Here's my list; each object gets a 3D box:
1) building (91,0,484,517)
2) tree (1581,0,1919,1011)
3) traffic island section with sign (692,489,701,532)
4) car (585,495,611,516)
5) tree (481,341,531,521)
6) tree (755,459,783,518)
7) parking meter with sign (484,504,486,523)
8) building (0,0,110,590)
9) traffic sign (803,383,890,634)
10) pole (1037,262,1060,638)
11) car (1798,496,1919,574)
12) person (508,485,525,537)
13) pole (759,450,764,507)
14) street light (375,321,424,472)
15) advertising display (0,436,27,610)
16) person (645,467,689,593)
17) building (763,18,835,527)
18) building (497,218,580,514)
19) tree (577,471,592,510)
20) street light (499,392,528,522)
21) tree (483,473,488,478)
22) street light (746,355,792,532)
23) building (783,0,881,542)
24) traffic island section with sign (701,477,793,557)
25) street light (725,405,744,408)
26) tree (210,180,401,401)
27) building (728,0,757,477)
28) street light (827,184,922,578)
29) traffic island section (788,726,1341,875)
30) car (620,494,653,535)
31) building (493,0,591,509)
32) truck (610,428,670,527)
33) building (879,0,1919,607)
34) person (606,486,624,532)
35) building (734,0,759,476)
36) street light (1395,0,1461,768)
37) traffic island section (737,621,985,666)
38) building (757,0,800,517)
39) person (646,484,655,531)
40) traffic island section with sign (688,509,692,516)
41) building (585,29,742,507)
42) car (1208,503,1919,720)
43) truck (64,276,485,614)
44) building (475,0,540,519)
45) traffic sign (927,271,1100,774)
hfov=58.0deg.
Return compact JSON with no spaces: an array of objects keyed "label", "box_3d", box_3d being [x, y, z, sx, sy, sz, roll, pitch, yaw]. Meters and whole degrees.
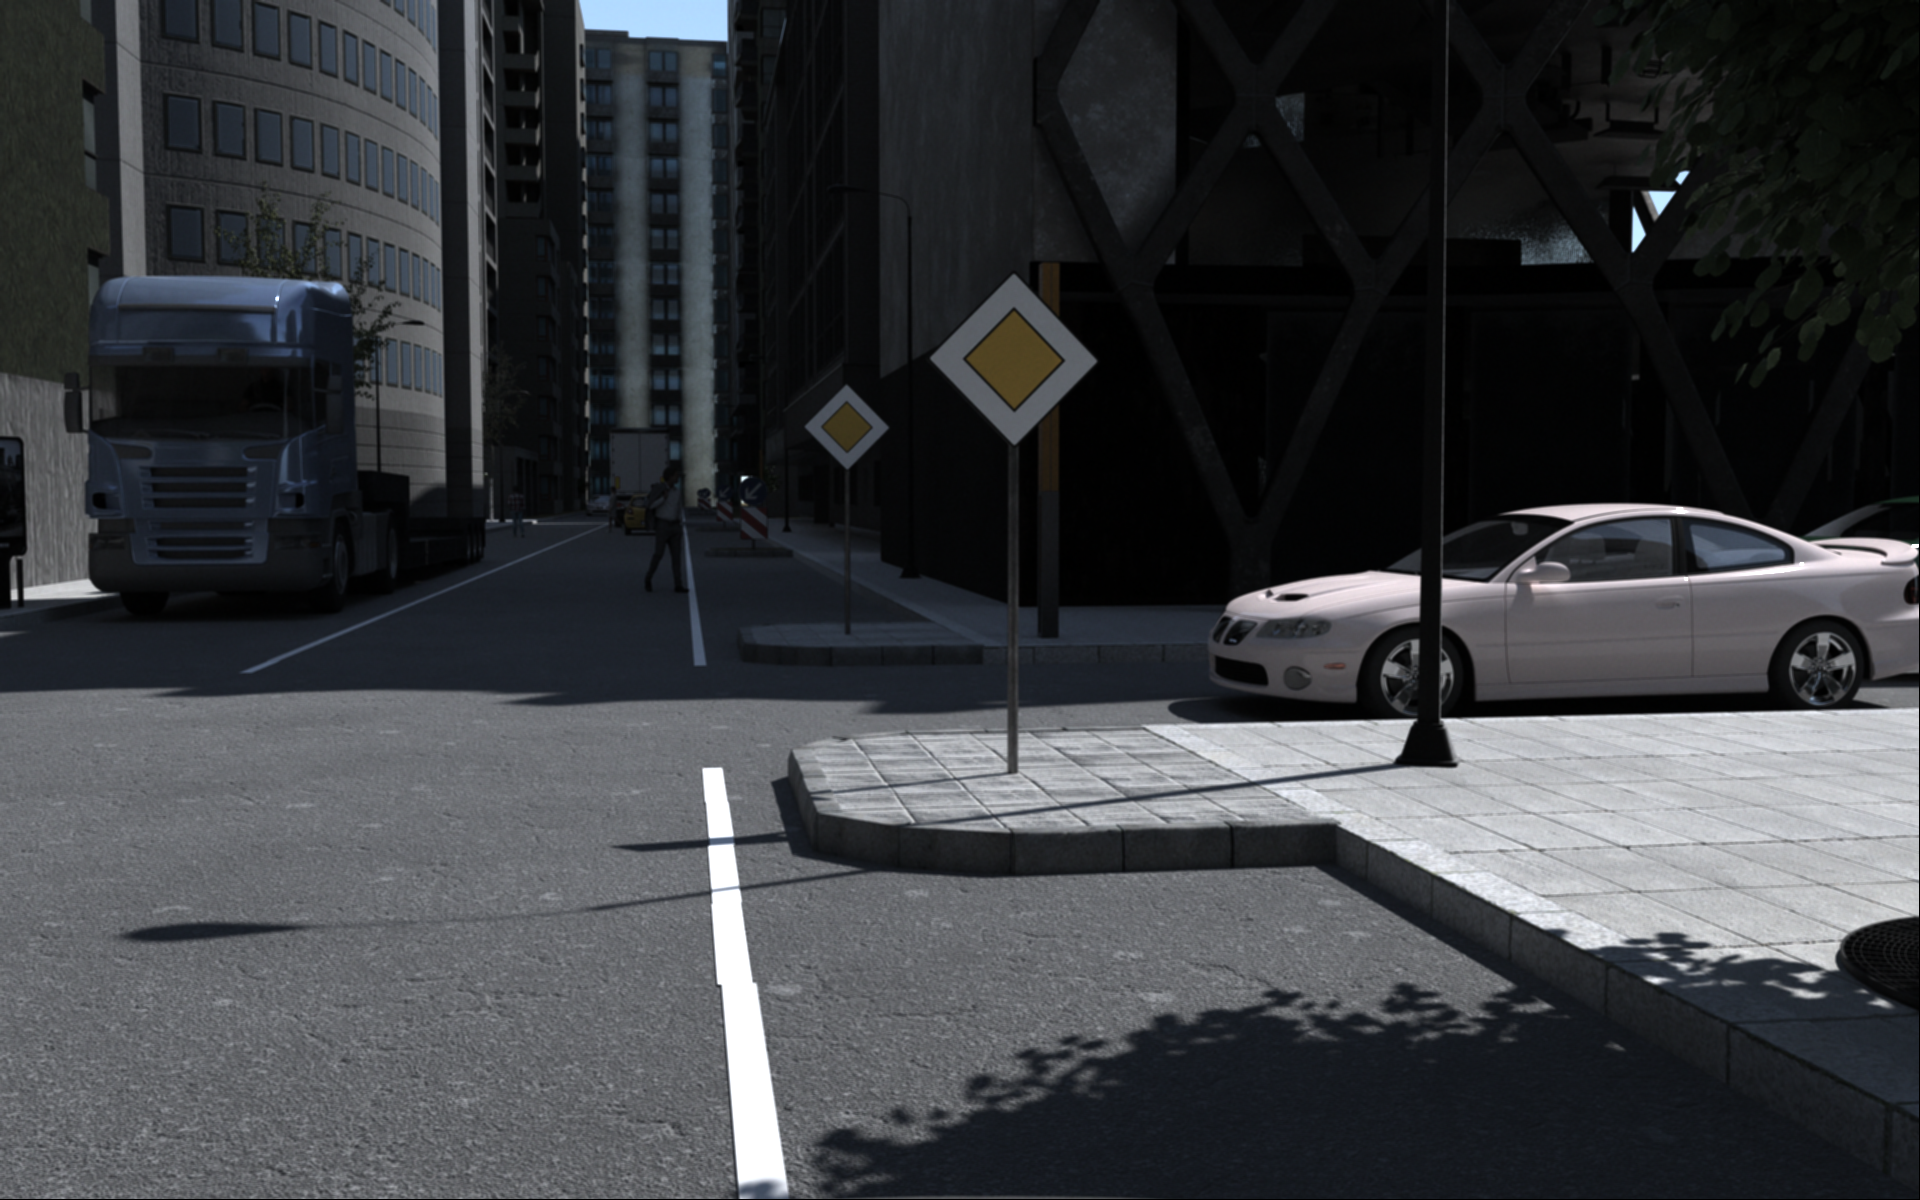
[{"label":"building","box_3d":[-28.556,-31.503,57.066,21.231,58.520,28.212,-1,4,-9]},{"label":"tree","box_3d":[3.139,-1.264,4.380,4.285,4.588,4.351,0,3,0]},{"label":"traffic island section with sign","box_3d":[-9.204,-3.556,66.775,1.989,1.847,2.006,-1,4,-9]},{"label":"car","box_3d":[-23.884,-6.294,115.264,2.083,1.381,4.827,-1,4,-10]},{"label":"tree","box_3d":[-22.612,-8.080,82.475,4.360,8.622,3.978,0,3,0]},{"label":"tree","box_3d":[-10.420,-6.033,93.240,1.663,3.219,1.824,0,3,0]},{"label":"parking meter with sign","box_3d":[-22.064,-5.021,78.357,1.738,3.016,0.543,3,5,42]},{"label":"building","box_3d":[-19.251,-15.115,18.834,14.160,30.474,14.107,-1,4,-9]},{"label":"traffic sign","box_3d":[-1.030,-0.743,15.784,0.795,2.450,0.064,-1,4,-9]},{"label":"pole","box_3d":[0.788,-1.319,15.406,0.158,3.312,0.155,0,3,0]},{"label":"car","box_3d":[8.821,-0.151,14.264,4.920,1.459,2.131,-1,4,-11]},{"label":"person","box_3d":[-14.728,-2.949,57.560,0.563,1.720,0.643,-1,4,-18]},{"label":"pole","box_3d":[-9.159,-5.270,80.007,0.158,3.312,0.155,0,3,0]},{"label":"street light","box_3d":[-15.026,-4.518,46.410,1.470,5.913,1.316,-1,4,-9]},{"label":"advertising display","box_3d":[-10.704,-0.854,19.181,0.123,1.923,0.974,0,4,6]},{"label":"person","box_3d":[-4.314,-1.020,25.280,0.850,1.850,0.679,3,4,38]},{"label":"building","box_3d":[-0.748,-15.708,75.894,14.314,24.678,30.058,-1,4,-9]},{"label":"building","box_3d":[-41.672,-16.894,121.253,27.650,21.520,28.899,-1,4,-9]},{"label":"tree","box_3d":[-30.839,-8.937,140.726,1.663,3.219,1.824,0,3,0]},{"label":"street light","box_3d":[-20.248,-6.482,78.525,1.470,5.913,1.316,-1,4,-9]},{"label":"tree","box_3d":[-21.570,-4.941,75.383,1.663,3.219,1.824,0,3,0]},{"label":"street light","box_3d":[-6.379,-5.240,58.215,1.470,5.913,1.316,-1,4,-9]},{"label":"building","box_3d":[2.758,-15.621,48.918,14.314,27.812,24.014,-1,4,-9]},{"label":"traffic island section with sign","box_3d":[-4.925,-1.929,40.160,1.989,1.847,2.006,-1,4,-9]},{"label":"street light","box_3d":[-11.516,-7.195,90.177,1.470,5.913,1.316,-1,4,-9]},{"label":"tree","box_3d":[-15.838,-5.584,41.658,4.737,8.622,4.395,0,3,0]},{"label":"building","box_3d":[-6.538,-34.493,153.194,28.713,52.752,27.495,-1,4,-9]},{"label":"street light","box_3d":[-1.297,-3.285,26.244,1.470,5.913,1.316,-1,4,-9]},{"label":"traffic island section","box_3d":[0.262,0.875,7.981,2.009,0.180,2.903,-1,4,-9]},{"label":"car","box_3d":[-11.093,-3.151,61.745,2.015,1.641,3.980,-1,4,-10]},{"label":"building","box_3d":[-43.869,-32.279,151.456,21.600,48.544,21.300,-1,4,-9]},{"label":"truck","box_3d":[-14.433,-5.497,78.782,2.839,4.237,11.283,-1,4,-9]},{"label":"building","box_3d":[8.069,-9.666,25.494,16.811,18.784,16.820,-1,4,-9]},{"label":"person","box_3d":[-12.984,-3.412,65.040,0.466,1.731,0.760,3,5,42]},{"label":"building","box_3d":[-4.763,-28.723,124.251,22.147,44.769,28.867,-1,4,-9]},{"label":"street light","box_3d":[1.707,-2.171,8.034,1.470,5.913,1.316,-1,4,-9]},{"label":"traffic island section","box_3d":[-1.008,0.392,15.865,2.009,0.180,2.903,-1,4,-9]},{"label":"building","box_3d":[-4.961,-20.248,102.749,14.160,30.474,14.107,-1,4,-9]},{"label":"person","box_3d":[-11.904,-3.563,66.769,0.660,1.820,0.620,0,4,3]},{"label":"traffic island section with sign","box_3d":[-17.192,-6.587,116.330,1.989,1.847,2.006,-1,4,-9]},{"label":"building","box_3d":[-37.482,-34.375,181.642,30.456,49.044,23.786,-1,4,-9]},{"label":"car","box_3d":[4.072,0.037,11.761,4.827,1.381,2.083,-1,4,-11]},{"label":"truck","box_3d":[-9.830,-2.316,27.618,2.967,4.110,18.799,-1,4,-9]},{"label":"building","box_3d":[-34.565,-40.202,95.557,20.563,71.187,20.611,-1,4,-9]},{"label":"traffic sign","box_3d":[0.240,-0.260,7.901,0.795,2.450,0.064,-1,4,-9]}]
